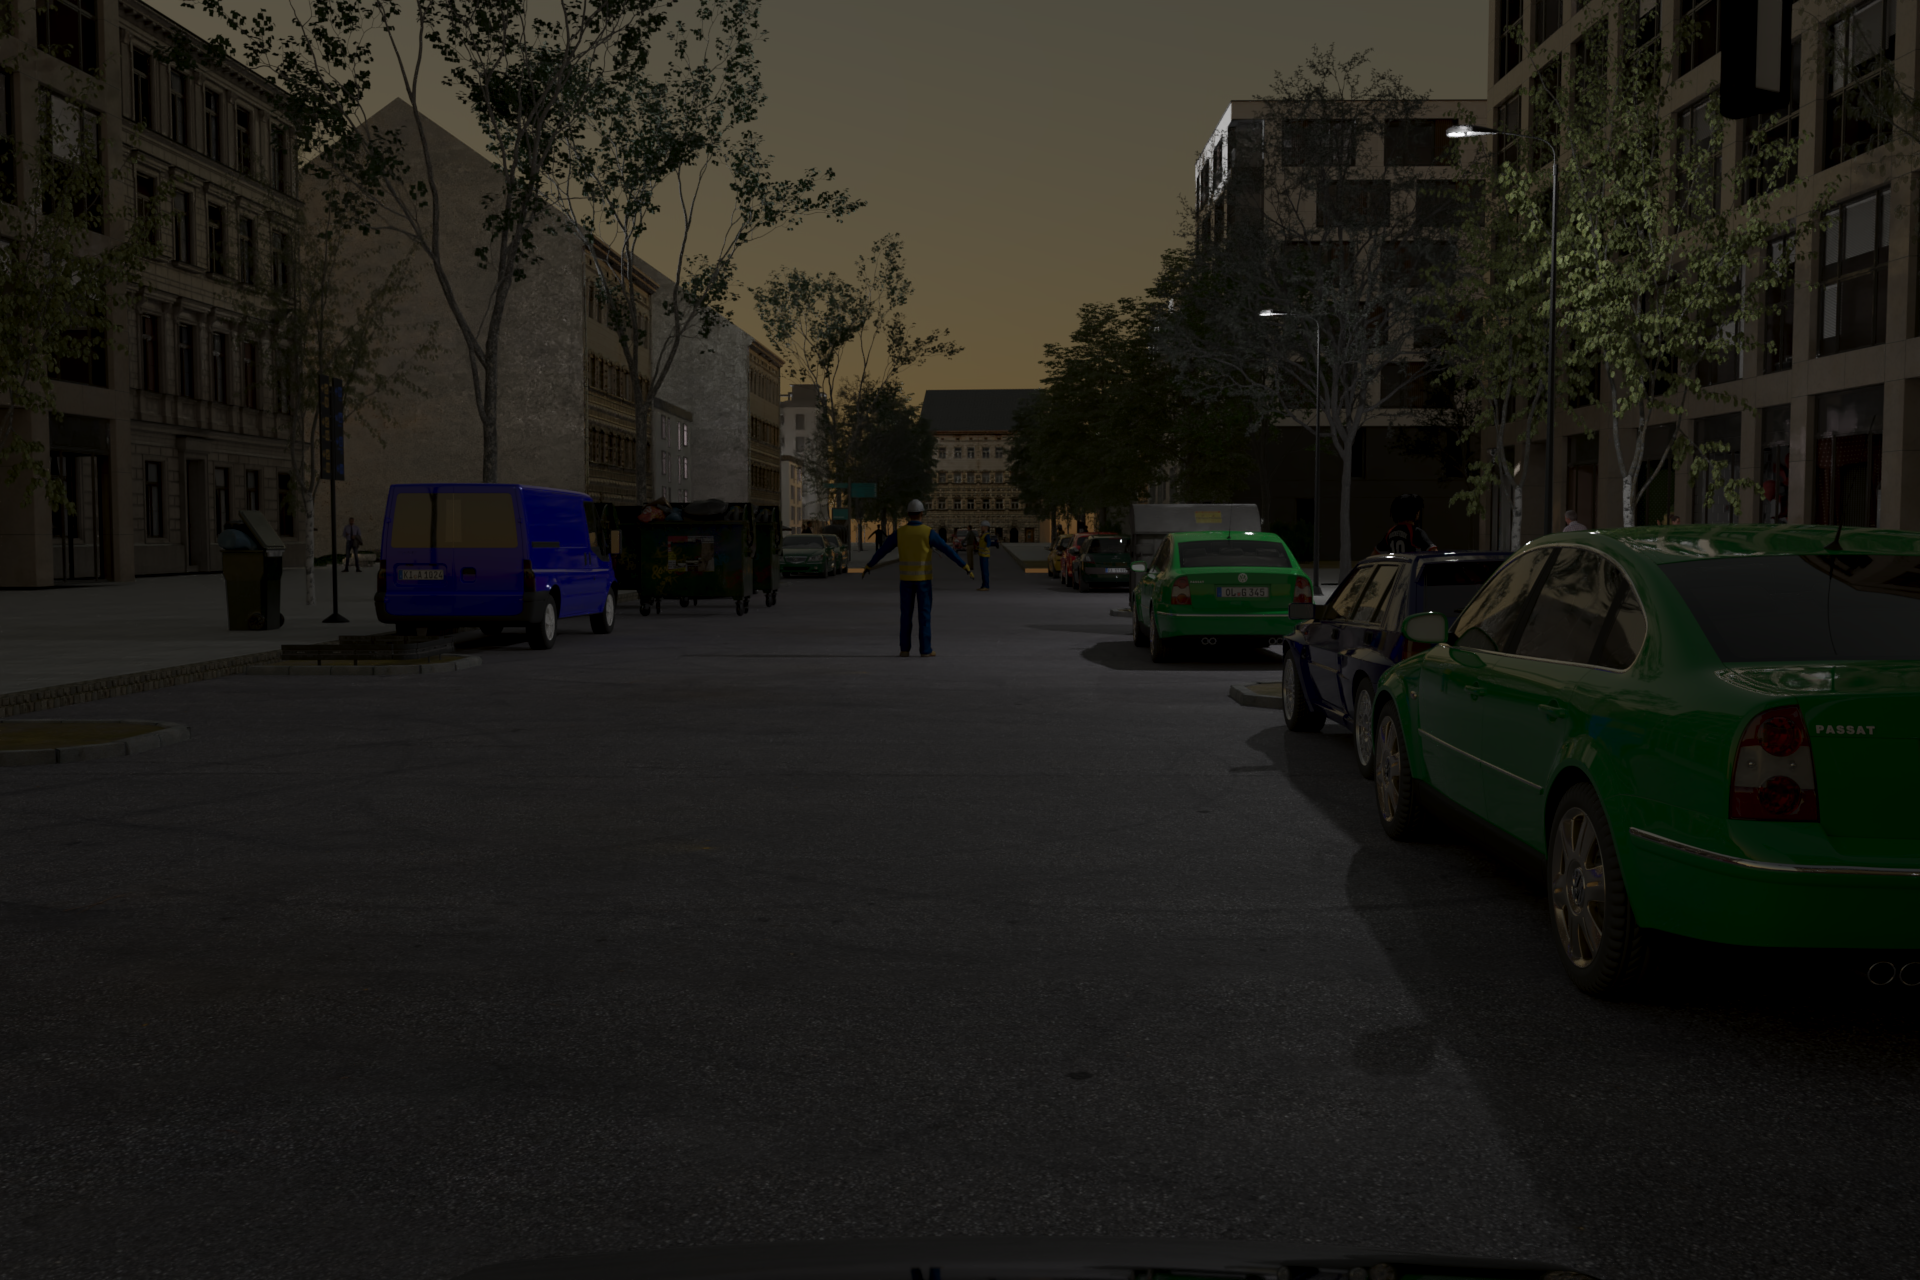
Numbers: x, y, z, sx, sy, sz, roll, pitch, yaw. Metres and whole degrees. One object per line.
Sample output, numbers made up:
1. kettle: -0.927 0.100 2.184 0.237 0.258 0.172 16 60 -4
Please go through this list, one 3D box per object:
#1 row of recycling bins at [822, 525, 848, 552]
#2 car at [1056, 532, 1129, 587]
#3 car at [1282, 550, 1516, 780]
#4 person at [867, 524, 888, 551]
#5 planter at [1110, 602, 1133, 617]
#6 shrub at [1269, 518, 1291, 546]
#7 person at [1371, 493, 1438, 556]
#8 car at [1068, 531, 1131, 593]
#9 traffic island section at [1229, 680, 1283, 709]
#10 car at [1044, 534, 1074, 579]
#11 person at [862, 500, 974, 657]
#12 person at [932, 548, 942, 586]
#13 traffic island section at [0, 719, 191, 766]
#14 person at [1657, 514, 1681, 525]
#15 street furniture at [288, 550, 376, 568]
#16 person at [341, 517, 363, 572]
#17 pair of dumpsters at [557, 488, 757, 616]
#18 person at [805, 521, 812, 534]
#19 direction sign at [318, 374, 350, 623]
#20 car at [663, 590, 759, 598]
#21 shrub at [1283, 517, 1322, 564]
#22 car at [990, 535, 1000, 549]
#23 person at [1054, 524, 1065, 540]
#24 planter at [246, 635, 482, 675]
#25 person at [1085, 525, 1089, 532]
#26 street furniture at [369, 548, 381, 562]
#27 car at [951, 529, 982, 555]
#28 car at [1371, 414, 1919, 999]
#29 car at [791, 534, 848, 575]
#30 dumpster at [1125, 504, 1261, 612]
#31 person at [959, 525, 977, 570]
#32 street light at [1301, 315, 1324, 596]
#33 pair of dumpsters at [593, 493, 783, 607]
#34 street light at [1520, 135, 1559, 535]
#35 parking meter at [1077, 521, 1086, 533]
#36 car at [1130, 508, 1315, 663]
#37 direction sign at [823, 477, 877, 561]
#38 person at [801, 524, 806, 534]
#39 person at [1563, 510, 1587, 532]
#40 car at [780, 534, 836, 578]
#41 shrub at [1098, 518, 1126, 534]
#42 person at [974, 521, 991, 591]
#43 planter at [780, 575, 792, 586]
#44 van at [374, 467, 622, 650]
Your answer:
1. row of recycling bins: -5.564 -4.310 77.576 1.069 1.692 3.534 0 4 2
2. car: 3.769 -2.404 48.347 2.155 1.783 4.494 0 4 1
3. car: 3.226 0.071 11.415 1.945 1.354 3.894 0 4 1
4. person: -4.482 -5.487 95.653 1.347 1.837 0.705 0 4 8
5. planter: 3.671 -0.583 30.674 1.991 0.319 1.994 0 4 2
6. shrub: 14.743 -4.627 80.076 1.690 2.028 1.600 0 3 0
7. person: 4.417 -0.515 17.018 0.704 1.843 1.345 -2 4 -31
8. car: 3.762 -2.066 43.573 2.009 1.686 4.222 0 4 0
9. traffic island section: 3.377 0.482 14.987 1.991 0.108 1.994 0 4 1
10. car: 3.816 -2.869 57.124 2.015 1.641 3.980 0 4 0
11. person: -0.511 -0.723 20.242 1.349 1.833 0.705 1 4 11
12. person: -0.880 -2.206 47.792 0.599 1.433 0.991 3 5 44
13. traffic island section: -6.367 0.688 11.617 1.991 0.108 1.994 0 4 1
14. person: 15.768 -1.928 38.371 0.742 1.727 0.445 -3 4 -39
15. street furniture: -26.675 -3.361 70.586 5.734 0.657 10.072 -1 4 -23
16. person: -20.327 -3.179 57.887 0.709 1.838 0.599 -1 4 -20
17. pair of dumpsters: -5.869 -1.568 30.595 4.436 2.255 1.574 0 4 1
18. person: -6.019 -3.869 69.490 0.704 1.802 1.346 0 4 -1
19. direction sign: -9.054 -2.019 25.015 0.379 3.537 0.876 0 4 0
20. car: -5.724 -1.886 39.873 2.155 1.783 4.494 0 4 1
21. shrub: 14.789 -4.304 74.791 1.690 2.028 1.600 0 3 0
22. car: 2.983 -9.684 170.906 1.945 1.354 3.894 0 4 0
23. person: 5.772 -5.786 100.368 0.705 1.858 1.354 -1 4 -17
24. planter: -6.255 0.158 18.564 1.991 0.319 1.994 0 4 1
25. person: 7.494 -5.950 103.465 0.705 1.806 1.347 0 4 3
26. street furniture: -24.877 -4.611 82.241 11.010 1.723 9.812 0 4 -3
27. car: 0.531 -6.931 121.990 2.281 1.827 5.304 0 4 1
28. car: 2.835 0.129 6.694 1.959 1.807 4.718 0 4 1
29. car: -5.070 -3.112 62.680 2.131 1.459 4.920 0 4 1
30. dumpster: 3.330 -1.013 24.777 1.865 1.857 1.264 0 4 1
31. person: 0.375 -3.692 69.096 0.705 1.796 1.348 2 4 30
32. street light: 7.958 -3.875 35.897 1.470 5.913 1.316 0 4 1
33. pair of dumpsters: -5.762 -1.791 34.232 4.436 2.255 1.574 0 4 1
34. street light: 7.297 -2.888 19.766 1.470 5.913 1.316 0 4 1
35. parking meter: 5.200 -4.185 74.136 0.399 1.863 0.255 0 3 0
36. car: 3.050 -0.722 20.600 1.959 1.807 4.718 0 4 1
37. direction sign: -5.146 -5.680 81.623 2.525 3.948 1.411 0 4 2
38. person: -8.540 -5.389 94.252 0.704 1.812 1.346 -1 4 -16
39. person: 11.150 -1.502 31.542 0.756 1.711 0.436 -1 4 -14
40. car: -5.163 -2.791 57.436 2.131 1.459 4.920 0 4 1
41. shrub: 6.468 -4.299 74.709 1.690 2.028 1.600 0 3 0
42. person: 0.542 -2.125 43.669 0.721 1.772 1.216 -1 4 -13
43. planter: -5.710 -1.649 48.094 1.991 0.319 1.994 0 4 2
44. van: -5.970 -1.146 23.124 2.240 2.365 5.245 0 4 1
